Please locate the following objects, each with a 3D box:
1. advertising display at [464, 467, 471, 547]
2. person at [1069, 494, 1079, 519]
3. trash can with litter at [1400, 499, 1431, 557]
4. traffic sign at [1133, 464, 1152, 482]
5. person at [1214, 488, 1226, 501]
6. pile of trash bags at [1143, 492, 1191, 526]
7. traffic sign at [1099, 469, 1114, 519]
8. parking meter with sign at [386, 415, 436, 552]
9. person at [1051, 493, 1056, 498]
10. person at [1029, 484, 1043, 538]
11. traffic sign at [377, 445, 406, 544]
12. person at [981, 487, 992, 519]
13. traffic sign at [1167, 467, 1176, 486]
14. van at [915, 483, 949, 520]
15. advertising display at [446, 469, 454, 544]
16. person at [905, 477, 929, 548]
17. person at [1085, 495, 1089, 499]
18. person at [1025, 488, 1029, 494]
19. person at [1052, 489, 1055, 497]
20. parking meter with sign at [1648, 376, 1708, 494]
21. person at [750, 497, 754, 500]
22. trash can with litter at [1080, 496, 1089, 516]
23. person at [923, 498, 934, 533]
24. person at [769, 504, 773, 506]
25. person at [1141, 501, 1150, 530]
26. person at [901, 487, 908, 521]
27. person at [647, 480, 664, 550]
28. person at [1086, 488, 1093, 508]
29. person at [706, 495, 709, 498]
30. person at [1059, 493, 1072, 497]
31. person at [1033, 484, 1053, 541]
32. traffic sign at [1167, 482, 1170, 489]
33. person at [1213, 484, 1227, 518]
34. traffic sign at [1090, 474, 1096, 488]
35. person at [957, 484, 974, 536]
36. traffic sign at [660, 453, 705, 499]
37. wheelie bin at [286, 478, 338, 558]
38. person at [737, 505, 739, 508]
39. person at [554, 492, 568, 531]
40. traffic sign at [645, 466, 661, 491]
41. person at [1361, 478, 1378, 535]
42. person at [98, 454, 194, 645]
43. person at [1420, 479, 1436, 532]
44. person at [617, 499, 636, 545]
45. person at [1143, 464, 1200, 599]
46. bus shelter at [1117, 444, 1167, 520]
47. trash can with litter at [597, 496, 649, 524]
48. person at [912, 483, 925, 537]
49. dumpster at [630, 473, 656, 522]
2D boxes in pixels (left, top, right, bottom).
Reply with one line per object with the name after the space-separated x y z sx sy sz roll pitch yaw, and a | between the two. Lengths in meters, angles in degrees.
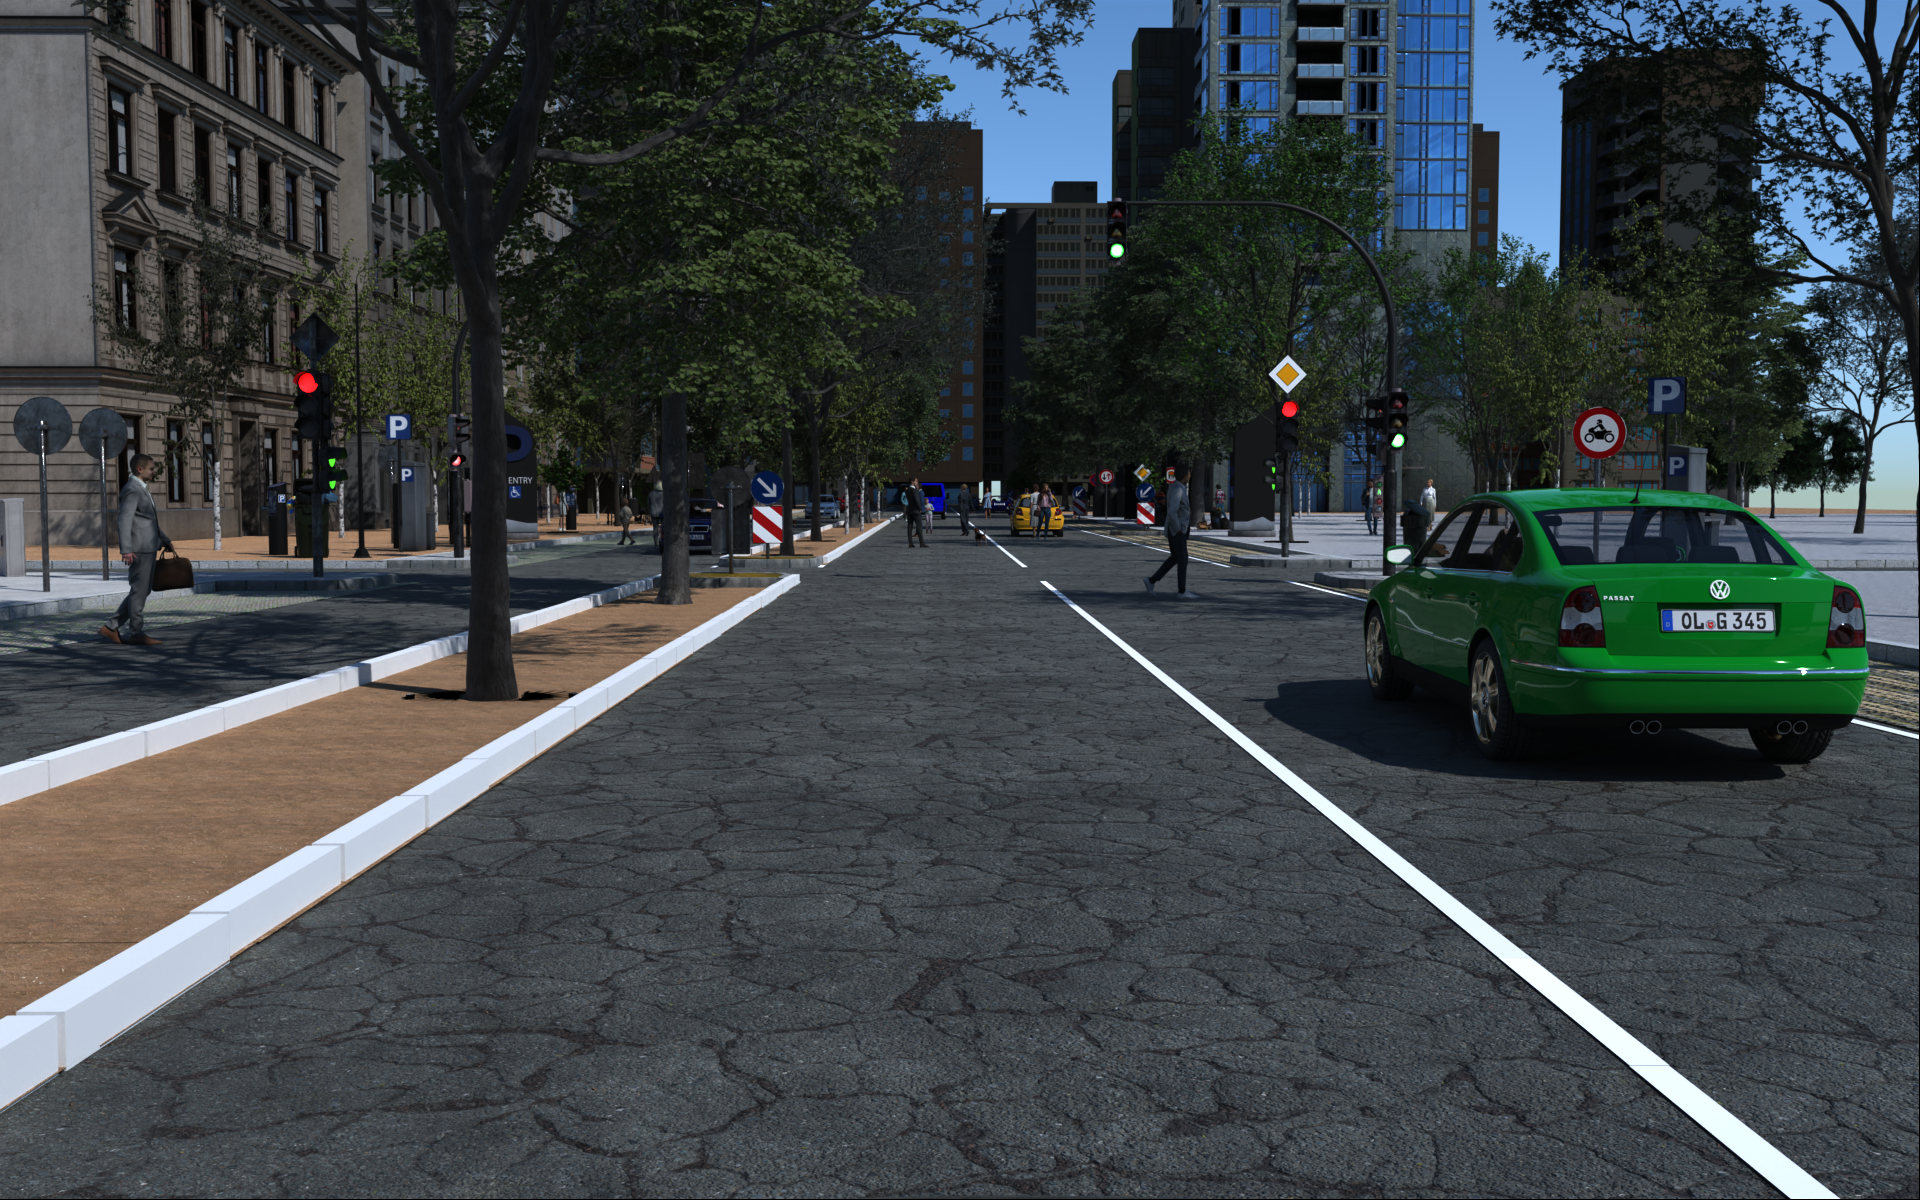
-11.956 -2.255 42.077 0.123 1.923 0.974 -1 4 -15 | advertising display
6.091 -5.077 91.857 0.624 1.780 0.694 -2 4 -35 | person
9.562 -1.477 35.529 0.624 1.170 1.055 -3 5 -39 | trash can with litter
7.839 -4.557 74.235 0.795 2.593 0.064 0 4 5 | traffic sign
16.272 -6.229 108.231 0.721 1.781 0.623 1 4 14 | person
8.367 -3.723 70.629 1.912 1.369 3.447 0 4 -4 | pile of trash bags
7.488 -5.414 88.625 0.768 2.556 0.104 0 4 2 | traffic sign
-12.266 -2.604 38.842 0.543 3.016 1.738 0 4 2 | parking meter with sign
9.423 -10.670 181.225 1.217 1.735 0.721 1 4 22 | person
2.446 -2.882 56.185 0.480 1.755 0.524 -2 4 -24 | person
-14.673 -2.729 44.731 0.768 2.556 0.104 0 4 5 | traffic sign
1.513 -5.458 97.836 0.616 1.811 0.778 1 4 17 | person
10.001 -5.009 82.010 0.768 2.556 0.104 0 4 2 | traffic sign
-1.741 -5.776 98.819 2.240 2.365 5.245 0 4 0 | van
-13.075 -2.401 44.468 0.123 1.923 0.974 -1 4 -20 | advertising display
-1.184 -2.363 46.495 0.474 1.900 0.648 -3 5 -44 | person
9.937 -8.248 140.902 0.705 1.823 1.348 -3 5 -39 | person
3.520 -5.192 93.960 0.524 1.755 0.480 -1 4 -12 | person
9.139 -10.163 172.078 0.599 1.838 0.709 0 4 4 | person
11.114 -1.849 26.491 0.543 3.016 1.738 3 5 44 | parking meter with sign
-18.934 -9.271 157.633 1.348 1.822 0.705 2 4 27 | person
7.289 -5.478 100.953 0.624 1.170 1.055 0 4 -5 | trash can with litter
-1.137 -3.084 63.196 0.425 1.301 0.394 -2 4 -23 | person
-7.910 -3.596 71.958 0.362 1.253 0.373 2 4 25 | person
6.674 -3.005 61.903 0.394 1.301 0.425 2 4 27 | person
-2.893 -5.084 91.639 0.620 1.820 0.660 3 4 38 | person
-7.815 -2.214 44.874 0.537 1.800 0.526 1 4 8 | person
12.020 -9.522 161.747 1.348 1.821 0.705 -2 4 -33 | person
-19.238 -7.472 128.354 1.348 1.807 0.705 -1 4 -8 | person
10.365 -10.023 169.914 1.348 1.824 0.705 0 4 8 | person
2.548 -2.700 53.241 0.593 1.750 0.643 0 4 -2 | person
10.071 -5.095 83.412 0.768 2.556 0.104 0 4 3 | traffic sign
11.469 -4.247 76.313 0.643 1.720 0.563 3 5 45 | person
8.483 -6.616 108.284 0.768 2.556 0.104 0 4 6 | traffic sign
0.199 -3.094 59.510 0.534 1.772 0.576 2 4 30 | person
-13.635 -5.579 85.094 2.265 3.308 0.079 1 4 9 | traffic sign
-13.017 -1.649 34.866 0.980 1.594 0.693 -2 4 -26 | wheelie bin
-19.034 -8.760 149.722 0.683 1.767 0.568 3 5 42 | person
-13.992 -3.286 60.774 0.512 1.701 0.522 3 4 39 | person
-14.038 -4.861 79.487 0.884 2.594 0.081 0 4 6 | traffic sign
12.914 -2.933 54.351 0.623 1.781 0.721 0 4 -8 | person
-7.769 -0.479 16.458 0.853 1.813 0.709 -1 4 -18 | person
16.085 -3.248 59.375 0.478 1.798 0.641 3 5 42 | person
-9.333 -2.173 48.303 0.640 1.303 0.475 1 4 19 | person
2.912 -0.948 23.840 0.795 1.843 0.661 1 4 10 | person
8.645 -5.566 82.279 1.731 3.624 6.357 0 4 -1 | bus shelter
-14.408 -3.860 74.173 2.233 1.210 1.678 0 4 -6 | trash can with litter
-1.369 -3.014 57.958 0.419 1.800 0.721 -1 4 -13 | person
-14.619 -4.818 81.270 1.502 2.255 1.985 0 4 -1 | dumpster
